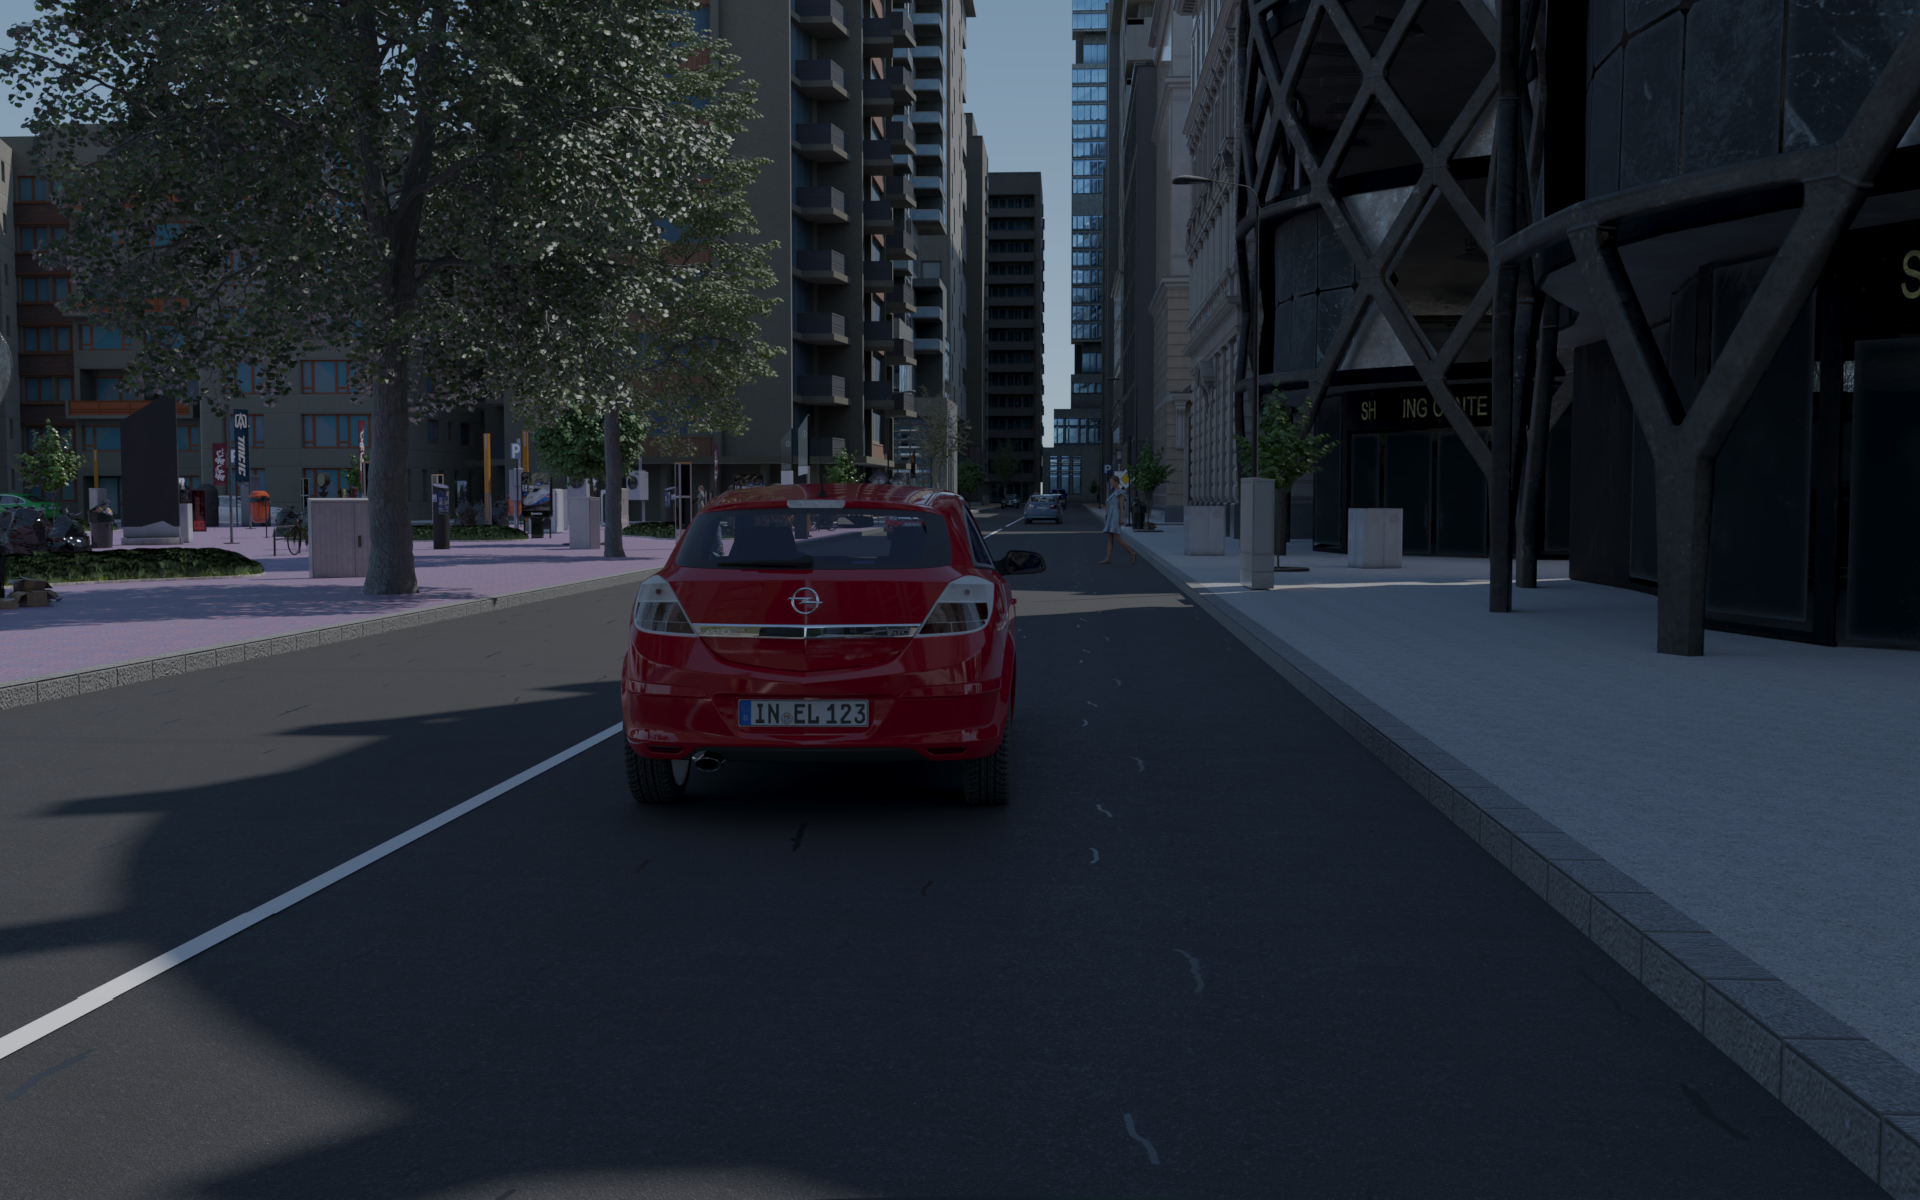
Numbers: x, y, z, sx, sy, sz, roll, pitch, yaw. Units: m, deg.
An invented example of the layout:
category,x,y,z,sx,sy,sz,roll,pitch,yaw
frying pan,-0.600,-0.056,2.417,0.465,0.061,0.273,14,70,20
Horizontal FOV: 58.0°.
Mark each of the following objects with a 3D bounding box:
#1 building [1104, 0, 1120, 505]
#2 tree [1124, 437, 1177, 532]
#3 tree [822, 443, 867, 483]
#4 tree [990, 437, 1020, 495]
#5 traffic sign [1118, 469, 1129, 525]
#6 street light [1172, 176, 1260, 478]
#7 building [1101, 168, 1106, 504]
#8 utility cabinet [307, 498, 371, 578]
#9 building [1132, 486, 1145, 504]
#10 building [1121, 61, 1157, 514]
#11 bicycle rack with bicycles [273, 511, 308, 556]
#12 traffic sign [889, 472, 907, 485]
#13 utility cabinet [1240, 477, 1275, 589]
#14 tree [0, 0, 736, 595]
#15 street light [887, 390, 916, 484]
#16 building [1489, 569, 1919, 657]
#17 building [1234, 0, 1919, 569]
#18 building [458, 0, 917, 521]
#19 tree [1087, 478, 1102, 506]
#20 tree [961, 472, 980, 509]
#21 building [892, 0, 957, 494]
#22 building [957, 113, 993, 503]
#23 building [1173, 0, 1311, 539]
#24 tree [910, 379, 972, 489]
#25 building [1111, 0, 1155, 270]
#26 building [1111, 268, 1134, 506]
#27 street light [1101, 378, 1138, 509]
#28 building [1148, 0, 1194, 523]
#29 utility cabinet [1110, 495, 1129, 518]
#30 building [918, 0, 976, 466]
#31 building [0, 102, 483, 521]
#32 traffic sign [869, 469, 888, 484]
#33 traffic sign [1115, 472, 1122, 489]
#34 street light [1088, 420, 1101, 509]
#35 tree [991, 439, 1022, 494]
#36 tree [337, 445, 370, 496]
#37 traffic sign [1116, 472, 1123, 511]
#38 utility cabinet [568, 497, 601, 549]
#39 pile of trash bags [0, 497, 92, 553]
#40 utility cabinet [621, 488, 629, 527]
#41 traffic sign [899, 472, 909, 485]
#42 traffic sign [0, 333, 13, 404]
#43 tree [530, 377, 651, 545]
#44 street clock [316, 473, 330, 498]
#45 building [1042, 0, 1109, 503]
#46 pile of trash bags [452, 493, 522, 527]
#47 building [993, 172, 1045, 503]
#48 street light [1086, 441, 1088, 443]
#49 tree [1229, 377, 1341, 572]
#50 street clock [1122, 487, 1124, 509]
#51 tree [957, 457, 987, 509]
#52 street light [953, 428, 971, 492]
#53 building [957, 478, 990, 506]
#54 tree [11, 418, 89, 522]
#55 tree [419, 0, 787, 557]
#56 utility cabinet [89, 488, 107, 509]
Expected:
category,x,y,z,sx,sy,sz,roll,pitch,yaw
building,27.041,-40.040,196.652,21.231,58.520,28.212,0,4,4
tree,6.251,-3.910,58.524,1.663,3.219,1.824,0,3,0
tree,-4.222,-4.293,64.789,1.663,3.219,1.824,0,3,0
tree,5.674,-16.513,220.346,4.737,8.622,4.395,0,3,0
traffic sign,6.629,-4.011,69.222,0.795,2.450,0.064,0,4,4
street light,3.790,-3.233,25.400,1.470,5.913,1.316,0,4,4
building,24.937,-32.757,219.166,14.154,41.232,14.086,0,4,4
utility cabinet,-9.464,-0.947,26.646,1.020,1.237,0.306,-2,4,-32
building,17.414,-15.867,124.059,10.561,19.102,19.286,0,4,4
building,17.022,-18.878,102.166,14.314,27.812,24.014,0,4,4
bicycle rack with bicycles,-13.221,-1.434,36.833,2.852,0.926,2.925,0,4,-4
traffic sign,-2.794,-4.538,77.833,0.795,2.450,0.064,0,4,4
utility cabinet,4.062,-0.914,23.626,0.318,1.500,1.173,0,4,2
tree,-7.303,-7.062,22.123,9.857,13.997,8.962,0,3,0
street light,-2.679,-6.428,77.644,1.470,5.913,1.316,0,4,4
building,13.782,-9.136,16.820,16.820,18.784,16.811,0,4,4
building,14.683,-10.503,39.171,16.820,18.784,16.811,0,4,4
building,-14.020,-26.789,92.620,22.147,44.769,28.867,0,4,4
tree,14.867,-12.152,193.278,1.663,3.219,1.824,0,3,0
tree,1.000,-9.413,148.496,1.663,3.219,1.824,0,3,0
building,-11.032,-49.934,129.096,22.319,86.520,31.000,0,4,4
building,-7.449,-36.329,217.680,21.600,48.544,21.300,0,4,4
building,13.151,-13.983,57.502,11.050,23.489,19.941,0,4,4
tree,-1.358,-9.837,111.204,4.360,8.622,3.978,0,3,0
building,29.288,-35.449,168.831,28.713,52.752,27.495,0,4,4
building,17.525,-17.959,142.772,9.793,20.994,18.267,0,4,4
street light,6.505,-5.911,69.181,1.470,5.913,1.316,0,4,4
building,19.304,-18.152,82.682,20.117,28.700,13.634,0,4,4
utility cabinet,8.631,-5.034,93.475,1.020,1.237,0.306,-1,4,-16
building,-13.396,-35.327,166.838,28.713,52.752,27.495,0,4,4
building,-40.170,-15.252,94.407,28.899,21.520,27.650,0,4,4
traffic sign,-3.294,-4.050,69.864,0.795,2.450,0.064,0,4,4
traffic sign,7.271,-4.656,78.251,0.606,2.300,0.079,0,4,4
street light,8.957,-8.339,108.882,1.470,5.913,1.316,0,4,4
tree,6.204,-16.914,226.903,4.360,8.622,3.978,0,3,0
tree,-23.452,-4.513,68.389,1.663,3.219,1.824,0,3,0
traffic sign,7.129,-4.498,77.192,0.795,2.450,0.064,0,4,4
utility cabinet,-8.785,-1.798,40.552,0.306,1.237,1.020,-3,5,-40
pile of trash bags,-16.990,-1.258,30.316,1.912,1.369,3.447,1,4,14
utility cabinet,-12.378,-3.319,62.943,0.318,1.500,1.173,1,4,9
traffic sign,-2.680,-4.863,81.634,0.606,2.300,0.079,1,4,10
traffic sign,-7.018,-0.738,12.177,0.768,2.556,0.104,0,4,7
tree,-9.392,-3.677,43.837,4.285,4.588,4.351,0,3,0
street clock,-21.545,-3.308,58.649,0.471,2.002,0.358,2,4,32
building,27.465,-57.050,245.441,31.000,86.520,22.319,0,4,4
pile of trash bags,-18.243,-3.538,67.598,3.447,1.369,1.912,3,4,37
building,1.185,-38.168,247.748,21.600,48.544,21.300,0,4,4
street light,11.748,-10.985,152.140,1.470,5.913,1.316,0,4,4
tree,5.235,-2.104,29.000,1.663,3.219,1.824,0,3,0
street clock,7.452,-4.604,79.845,0.358,2.002,0.471,-1,4,-15
tree,0.706,-10.263,151.506,4.285,4.588,4.351,0,3,0
street light,0.058,-9.100,121.326,1.470,5.913,1.316,0,4,4
building,-13.071,-30.653,193.061,32.217,40.220,23.993,0,4,4
tree,-23.266,-3.028,44.113,1.663,3.219,1.824,0,3,0
tree,-7.510,-7.152,35.065,7.486,12.596,7.792,0,3,0
utility cabinet,-32.524,-3.469,65.404,0.318,1.500,1.173,-1,4,-11
